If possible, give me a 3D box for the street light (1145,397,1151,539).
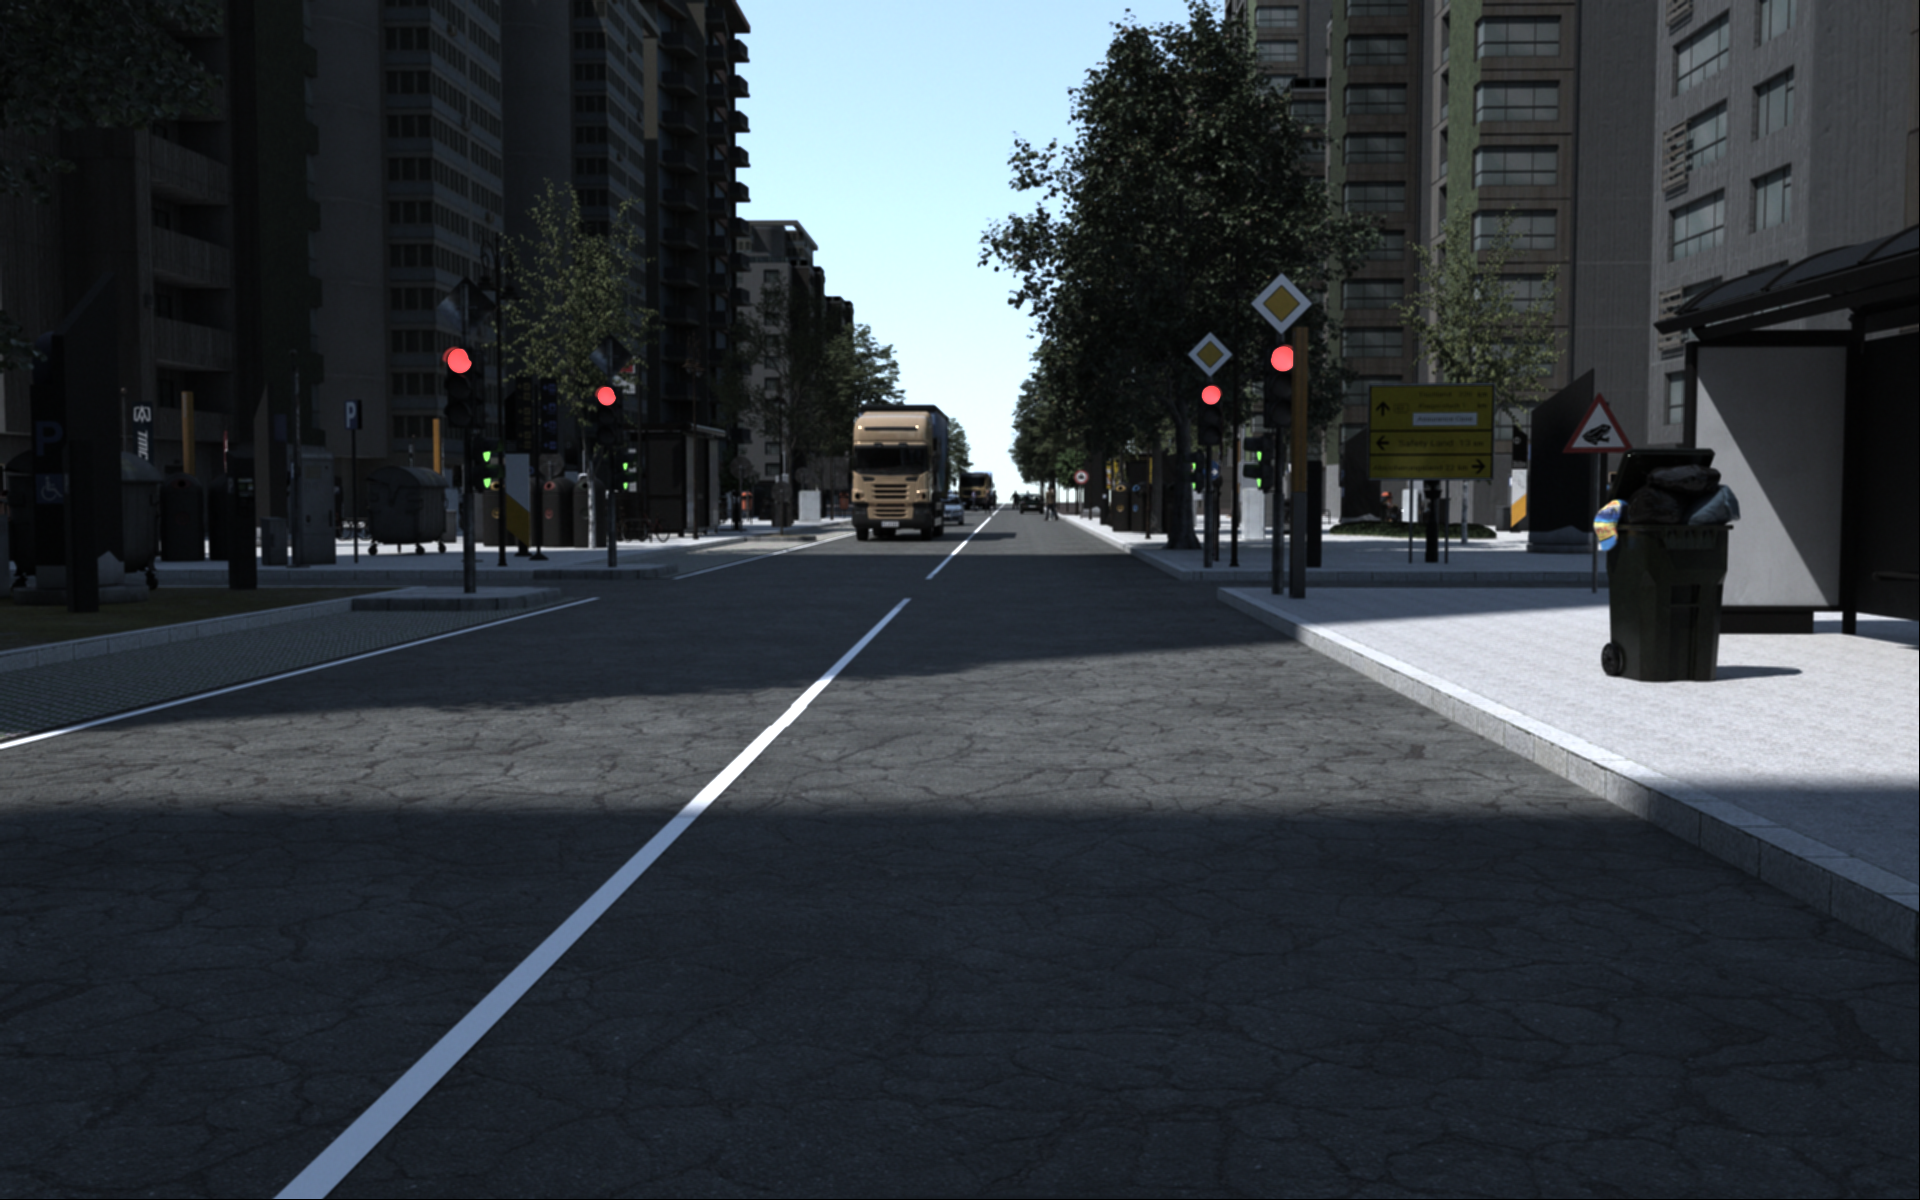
[{"bbox_3d":[5.392,-4.692,49.494,0.468,5.910,1.993,0,4,2],"label":"street light"}]

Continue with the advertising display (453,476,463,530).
[{"bbox_3d":[-17.590,-3.456,61.724,0.974,1.923,0.123,0,4,1],"label":"advertising display"}]

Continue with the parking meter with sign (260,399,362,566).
[{"bbox_3d":[-11.826,-2.159,31.560,1.738,3.016,0.543,-3,5,-44],"label":"parking meter with sign"}]

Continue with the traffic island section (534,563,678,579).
[{"bbox_3d":[-6.143,-0.504,30.515,2.009,0.180,2.903,0,4,2],"label":"traffic island section"}]

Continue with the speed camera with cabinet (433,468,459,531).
[{"bbox_3d":[-17.887,-4.035,60.310,0.660,3.252,2.038,-2,4,-24],"label":"speed camera with cabinet"}]

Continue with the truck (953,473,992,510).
[{"bbox_3d":[1.334,-9.935,158.360,3.469,3.379,9.791,0,4,3],"label":"truck"}]

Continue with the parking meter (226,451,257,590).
[{"bbox_3d":[-9.665,-1.076,23.297,0.255,1.863,0.399,-3,5,-44],"label":"parking meter"}]

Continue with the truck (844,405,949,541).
[{"bbox_3d":[-1.874,-4.142,56.639,2.839,4.237,11.283,0,4,2],"label":"truck"}]

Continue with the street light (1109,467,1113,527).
[{"bbox_3d":[5.955,-5.812,67.821,0.468,5.910,1.993,0,4,2],"label":"street light"}]

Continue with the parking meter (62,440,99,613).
[{"bbox_3d":[-9.597,-0.806,18.897,0.255,1.863,0.399,-3,5,-39],"label":"parking meter"}]

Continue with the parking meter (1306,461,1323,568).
[{"bbox_3d":[6.216,-1.509,30.386,0.255,1.863,0.399,1,4,13],"label":"parking meter"}]

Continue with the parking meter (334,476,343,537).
[{"bbox_3d":[-18.456,-2.782,51.202,0.399,1.863,0.255,-2,4,-32],"label":"parking meter"}]

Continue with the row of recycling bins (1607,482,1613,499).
[{"bbox_3d":[20.905,-2.919,54.835,1.069,1.692,3.534,0,3,0],"label":"row of recycling bins"}]

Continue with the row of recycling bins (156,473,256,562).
[{"bbox_3d":[-15.313,-1.580,32.948,3.534,1.692,1.069,-2,4,-34],"label":"row of recycling bins"}]

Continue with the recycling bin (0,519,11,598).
[{"bbox_3d":[-12.184,-0.530,21.224,0.722,1.027,0.722,0,4,-1],"label":"recycling bin"}]

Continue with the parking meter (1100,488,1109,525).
[{"bbox_3d":[6.038,-3.904,72.249,0.372,1.533,0.369,0,3,0],"label":"parking meter"}]

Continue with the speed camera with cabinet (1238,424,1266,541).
[{"bbox_3d":[8.179,-3.311,48.474,0.660,3.252,2.038,0,4,4],"label":"speed camera with cabinet"}]

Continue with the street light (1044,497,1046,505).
[{"bbox_3d":[10.331,-14.402,208.264,0.468,5.910,1.993,0,4,2],"label":"street light"}]

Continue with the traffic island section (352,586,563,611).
[{"bbox_3d":[-6.393,-0.015,22.534,2.009,0.180,2.903,0,4,2],"label":"traffic island section"}]

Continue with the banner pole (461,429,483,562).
[{"bbox_3d":[-9.255,-2.628,32.982,0.401,3.779,0.863,0,4,-1],"label":"banner pole"}]

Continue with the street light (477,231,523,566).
[{"bbox_3d":[-8.155,-3.541,30.687,0.468,5.910,1.993,0,4,2],"label":"street light"}]

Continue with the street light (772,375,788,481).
[{"bbox_3d":[-6.974,-5.783,67.339,0.468,5.910,1.993,0,4,2],"label":"street light"}]

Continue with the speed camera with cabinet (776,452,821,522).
[{"bbox_3d":[-7.570,-5.304,81.054,2.038,3.252,0.660,-1,4,-17],"label":"speed camera with cabinet"}]

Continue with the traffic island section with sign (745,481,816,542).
[{"bbox_3d":[-5.440,-2.707,52.892,1.989,1.847,2.006,0,4,2],"label":"traffic island section with sign"}]

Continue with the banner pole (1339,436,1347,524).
[{"bbox_3d":[16.351,-5.139,74.039,0.401,3.779,0.863,2,4,34],"label":"banner pole"}]

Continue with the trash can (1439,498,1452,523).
[{"bbox_3d":[16.298,-2.884,58.815,0.748,1.137,0.748,0,3,0],"label":"trash can"}]

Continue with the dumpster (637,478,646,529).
[{"bbox_3d":[-10.968,-3.445,62.092,1.264,1.857,1.865,0,4,2],"label":"dumpster"}]

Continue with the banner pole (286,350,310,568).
[{"bbox_3d":[-11.442,-2.440,29.915,0.401,3.779,0.863,-2,4,-28],"label":"banner pole"}]

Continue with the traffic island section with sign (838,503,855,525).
[{"bbox_3d":[-4.590,-4.387,80.351,1.989,1.847,2.006,0,4,2],"label":"traffic island section with sign"}]

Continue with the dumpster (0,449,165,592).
[{"bbox_3d":[-11.366,-1.024,22.496,1.264,1.857,1.865,0,4,2],"label":"dumpster"}]

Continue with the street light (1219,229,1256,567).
[{"bbox_3d":[4.856,-3.529,30.493,0.468,5.910,1.993,0,4,2],"label":"street light"}]

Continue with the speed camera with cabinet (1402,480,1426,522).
[{"bbox_3d":[16.706,-4.238,63.631,0.660,3.252,2.038,1,4,23],"label":"speed camera with cabinet"}]

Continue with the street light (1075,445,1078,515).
[{"bbox_3d":[7.054,-8.075,104.817,0.468,5.910,1.993,0,4,2],"label":"street light"}]

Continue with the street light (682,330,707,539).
[{"bbox_3d":[-7.499,-4.662,49.011,0.468,5.910,1.993,0,4,2],"label":"street light"}]

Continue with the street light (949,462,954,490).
[{"bbox_3d":[-1.379,-16.687,245.622,0.468,5.910,1.993,0,4,2],"label":"street light"}]

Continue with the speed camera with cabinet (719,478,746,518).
[{"bbox_3d":[-12.478,-5.983,92.163,2.038,3.252,0.660,-1,4,-19],"label":"speed camera with cabinet"}]

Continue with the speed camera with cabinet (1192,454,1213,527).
[{"bbox_3d":[9.004,-4.462,67.293,0.660,3.252,2.038,-2,4,-28],"label":"speed camera with cabinet"}]

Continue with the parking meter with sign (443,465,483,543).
[{"bbox_3d":[-12.755,-3.019,45.620,1.738,3.016,0.543,-1,4,-12],"label":"parking meter with sign"}]

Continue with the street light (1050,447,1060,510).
[{"bbox_3d":[8.898,-11.584,162.183,0.468,5.910,1.993,0,4,2],"label":"street light"}]

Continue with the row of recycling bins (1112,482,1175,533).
[{"bbox_3d":[6.405,-3.119,58.115,1.069,1.692,3.534,-2,4,-34],"label":"row of recycling bins"}]

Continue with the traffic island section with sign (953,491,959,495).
[{"bbox_3d":[0.410,-14.150,239.975,1.989,1.847,2.006,0,4,2],"label":"traffic island section with sign"}]

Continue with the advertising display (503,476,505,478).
[{"bbox_3d":[-16.662,-3.501,62.461,0.123,1.923,0.974,-3,5,-42],"label":"advertising display"}]

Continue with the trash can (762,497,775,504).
[{"bbox_3d":[-9.926,-4.787,89.920,0.748,1.137,0.748,0,3,0],"label":"trash can"}]

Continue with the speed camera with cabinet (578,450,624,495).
[{"bbox_3d":[-16.244,-5.130,78.216,2.038,3.252,0.660,1,4,13],"label":"speed camera with cabinet"}]

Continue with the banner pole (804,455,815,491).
[{"bbox_3d":[-8.877,-6.817,101.482,0.863,3.779,0.401,1,4,19],"label":"banner pole"}]

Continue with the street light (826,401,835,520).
[{"bbox_3d":[-6.366,-6.916,85.857,0.468,5.910,1.993,0,4,2],"label":"street light"}]

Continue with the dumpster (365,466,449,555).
[{"bbox_3d":[-11.780,-1.904,36.886,1.264,1.857,1.865,0,4,2],"label":"dumpster"}]

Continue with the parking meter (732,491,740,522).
[{"bbox_3d":[-10.173,-4.309,78.869,0.372,1.533,0.369,0,3,0],"label":"parking meter"}]

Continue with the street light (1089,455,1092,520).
[{"bbox_3d":[6.526,-6.954,86.489,0.468,5.910,1.993,0,4,2],"label":"street light"}]

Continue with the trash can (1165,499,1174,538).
[{"bbox_3d":[6.024,-2.208,47.749,0.748,1.137,0.748,0,3,0],"label":"trash can"}]

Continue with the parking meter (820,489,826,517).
[{"bbox_3d":[-7.647,-5.567,96.730,0.255,1.863,0.399,-2,4,-31],"label":"parking meter"}]

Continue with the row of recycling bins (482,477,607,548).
[{"bbox_3d":[-10.101,-2.141,42.125,3.534,1.692,1.069,2,4,24],"label":"row of recycling bins"}]

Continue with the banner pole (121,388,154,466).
[{"bbox_3d":[-19.501,-3.119,41.020,0.863,3.779,0.401,-1,4,-11],"label":"banner pole"}]

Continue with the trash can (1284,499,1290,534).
[{"bbox_3d":[10.336,-2.663,55.191,0.748,1.137,0.748,0,3,0],"label":"trash can"}]

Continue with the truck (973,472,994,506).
[{"bbox_3d":[2.969,-13.613,212.329,2.967,4.110,18.799,0,4,3],"label":"truck"}]

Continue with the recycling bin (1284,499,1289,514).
[{"bbox_3d":[14.861,-4.178,80.864,0.722,1.027,0.722,-3,5,-44],"label":"recycling bin"}]

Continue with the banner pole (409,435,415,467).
[{"bbox_3d":[-23.155,-5.093,73.283,0.401,3.779,0.863,0,4,2],"label":"banner pole"}]

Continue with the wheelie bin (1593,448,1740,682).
[{"bbox_3d":[4.931,-0.251,12.016,0.980,1.594,0.693,0,4,-6],"label":"wheelie bin"}]

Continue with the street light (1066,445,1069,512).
[{"bbox_3d":[7.763,-9.309,124.982,0.468,5.910,1.993,0,4,2],"label":"street light"}]

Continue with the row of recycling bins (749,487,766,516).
[{"bbox_3d":[-11.820,-5.753,101.172,1.069,1.692,3.534,0,4,-6],"label":"row of recycling bins"}]
